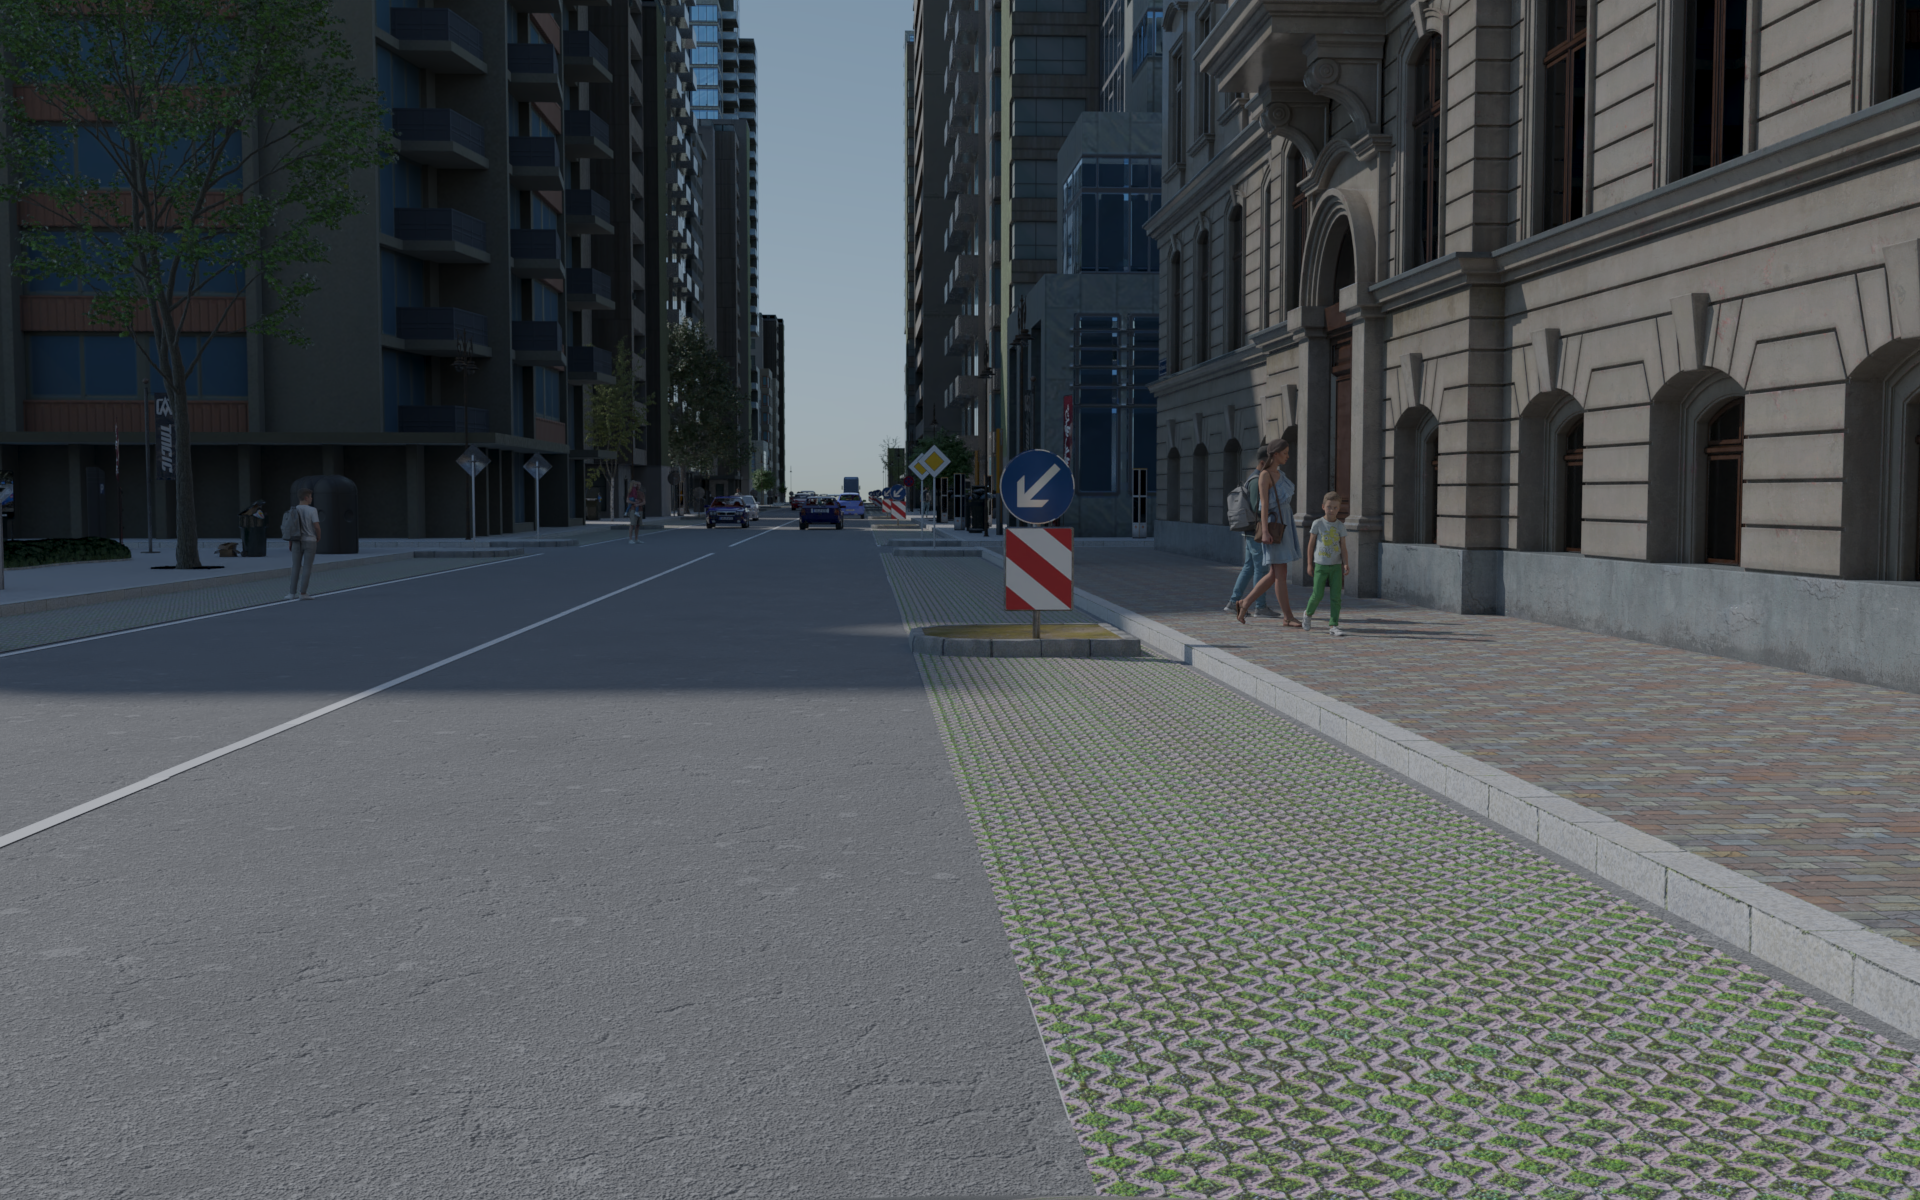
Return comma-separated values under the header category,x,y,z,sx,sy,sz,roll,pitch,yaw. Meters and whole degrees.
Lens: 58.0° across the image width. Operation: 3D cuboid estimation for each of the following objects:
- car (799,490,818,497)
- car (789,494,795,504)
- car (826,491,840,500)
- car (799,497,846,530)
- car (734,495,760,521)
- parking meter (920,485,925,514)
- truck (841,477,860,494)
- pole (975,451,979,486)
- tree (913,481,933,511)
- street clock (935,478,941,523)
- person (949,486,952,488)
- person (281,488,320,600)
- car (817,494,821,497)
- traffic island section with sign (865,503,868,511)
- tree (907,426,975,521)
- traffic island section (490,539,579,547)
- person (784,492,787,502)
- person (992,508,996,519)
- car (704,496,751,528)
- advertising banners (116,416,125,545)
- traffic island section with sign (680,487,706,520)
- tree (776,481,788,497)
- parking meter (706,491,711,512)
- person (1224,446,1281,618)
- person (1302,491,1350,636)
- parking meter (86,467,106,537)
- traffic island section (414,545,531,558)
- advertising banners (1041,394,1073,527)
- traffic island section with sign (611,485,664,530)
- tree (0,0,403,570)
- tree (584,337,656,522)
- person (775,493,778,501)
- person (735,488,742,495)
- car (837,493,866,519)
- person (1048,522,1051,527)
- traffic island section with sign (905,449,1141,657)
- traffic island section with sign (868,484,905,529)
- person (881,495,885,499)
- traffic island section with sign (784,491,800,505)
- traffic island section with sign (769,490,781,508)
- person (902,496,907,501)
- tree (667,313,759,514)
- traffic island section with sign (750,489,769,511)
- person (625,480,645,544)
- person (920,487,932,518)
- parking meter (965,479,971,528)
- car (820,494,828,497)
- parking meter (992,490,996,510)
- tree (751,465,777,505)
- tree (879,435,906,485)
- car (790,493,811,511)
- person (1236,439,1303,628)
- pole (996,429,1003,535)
category,x,y,z,sx,sy,sz,roll,pitch,yaw
car,-15.992,-10.568,181.462,2.281,1.827,5.304,0,4,-1
car,-22.360,-13.886,235.830,1.959,1.807,4.718,0,4,-5
car,-8.730,-6.823,121.344,2.009,1.686,4.222,0,4,-2
car,-5.654,-3.568,70.918,1.945,1.354,3.894,0,4,-2
car,-11.828,-4.962,93.493,2.083,1.381,4.827,0,4,-5
parking meter,-2.403,-6.467,111.454,0.255,1.863,0.399,-1,4,-17
truck,-16.405,-16.712,262.994,2.967,4.110,18.799,0,4,-5
pole,0.805,-5.339,81.129,0.158,3.312,0.155,0,3,0
tree,-2.584,-8.301,130.318,1.663,3.219,1.824,0,3,0
street clock,-0.942,-4.418,76.796,0.471,2.002,0.358,1,4,18
person,-0.524,-5.025,88.461,0.793,1.790,0.793,3,5,39
person,-8.927,-0.755,23.441,0.503,1.515,0.523,-2,4,-29
car,-17.618,-12.094,209.529,2.131,1.459,4.920,0,4,-3
traffic island section with sign,-4.239,-5.494,98.451,1.989,1.847,2.006,0,4,-3
tree,-0.834,-6.084,83.185,4.285,4.588,4.351,0,3,0
traffic island section,-11.744,-1.578,48.084,2.009,0.180,2.903,0,4,-3
person,-26.742,-15.743,264.162,0.721,1.743,1.217,0,4,-4
person,2.185,-5.017,88.286,1.509,1.804,0.699,-2,4,-26
car,-9.856,-3.733,73.611,1.945,1.354,3.894,0,4,-5
advertising banners,-19.256,-2.660,39.672,0.090,3.025,2.074,-2,4,-24
traffic island section with sign,-14.588,-5.408,97.042,1.989,1.847,2.006,0,4,-3
tree,-25.713,-15.746,252.046,1.663,3.219,1.824,0,3,0
parking meter,-17.891,-7.020,123.191,0.372,1.533,0.369,0,3,0
person,3.105,-0.709,17.977,0.721,1.781,0.623,0,4,-7
person,3.343,-0.339,15.830,0.306,1.304,0.590,-1,4,-19
parking meter,-18.772,-1.954,37.664,0.255,1.863,0.399,0,4,-5
traffic island section,-11.282,-1.091,40.112,2.009,0.180,2.903,0,4,-3
advertising banners,1.726,-2.152,31.379,0.090,3.025,2.074,-1,4,-13
traffic island section with sign,-13.031,-3.762,70.132,1.989,1.847,2.006,0,4,-3
tree,-13.392,-6.333,29.296,9.928,11.665,9.643,0,3,0
tree,-16.272,-7.984,80.907,4.737,8.622,4.395,0,3,0
person,-25.946,-14.422,245.032,0.799,1.438,0.628,3,5,39
person,-13.043,-5.683,101.595,0.511,1.800,0.466,1,4,19
car,-6.386,-5.550,100.326,1.945,1.707,3.694,0,4,-4
person,1.610,-1.653,33.168,0.391,1.810,0.635,-3,5,-43
traffic island section with sign,0.535,-0.453,16.043,1.989,1.847,2.006,0,4,-3
traffic island section with sign,-2.675,-3.848,71.541,1.989,1.847,2.006,0,4,-3
person,-11.032,-15.155,254.558,1.217,1.736,0.721,0,4,0
traffic island section with sign,-22.231,-13.485,229.104,1.989,1.847,2.006,0,4,-3
traffic island section with sign,-19.074,-10.155,174.657,1.989,1.847,2.006,0,4,-3
person,-4.865,-8.808,150.772,0.721,1.743,1.217,-1,4,-21
tree,-17.600,-11.802,109.966,9.611,12.733,9.660,0,3,0
traffic island section with sign,-17.516,-8.504,147.669,1.989,1.847,2.006,0,4,-3
person,-9.365,-2.534,49.899,0.573,1.828,0.580,0,4,-1
person,-1.844,-5.406,94.776,0.623,1.781,0.721,-1,4,-9
parking meter,0.242,-3.701,66.215,0.255,1.863,0.399,-1,4,-17
car,-21.584,-16.267,275.005,2.155,1.783,4.494,0,4,-4
parking meter,1.806,-5.064,91.211,0.372,1.533,0.369,0,3,0
tree,-22.693,-13.179,199.183,4.285,4.588,4.351,0,3,0
tree,-8.174,-16.256,216.142,4.737,8.622,4.395,0,3,0
car,-13.835,-8.751,152.115,2.155,1.783,4.494,0,4,-2
person,2.983,-0.642,16.642,0.778,1.811,0.616,3,4,36
pole,1.236,-3.679,53.991,0.158,3.312,0.155,0,3,0
